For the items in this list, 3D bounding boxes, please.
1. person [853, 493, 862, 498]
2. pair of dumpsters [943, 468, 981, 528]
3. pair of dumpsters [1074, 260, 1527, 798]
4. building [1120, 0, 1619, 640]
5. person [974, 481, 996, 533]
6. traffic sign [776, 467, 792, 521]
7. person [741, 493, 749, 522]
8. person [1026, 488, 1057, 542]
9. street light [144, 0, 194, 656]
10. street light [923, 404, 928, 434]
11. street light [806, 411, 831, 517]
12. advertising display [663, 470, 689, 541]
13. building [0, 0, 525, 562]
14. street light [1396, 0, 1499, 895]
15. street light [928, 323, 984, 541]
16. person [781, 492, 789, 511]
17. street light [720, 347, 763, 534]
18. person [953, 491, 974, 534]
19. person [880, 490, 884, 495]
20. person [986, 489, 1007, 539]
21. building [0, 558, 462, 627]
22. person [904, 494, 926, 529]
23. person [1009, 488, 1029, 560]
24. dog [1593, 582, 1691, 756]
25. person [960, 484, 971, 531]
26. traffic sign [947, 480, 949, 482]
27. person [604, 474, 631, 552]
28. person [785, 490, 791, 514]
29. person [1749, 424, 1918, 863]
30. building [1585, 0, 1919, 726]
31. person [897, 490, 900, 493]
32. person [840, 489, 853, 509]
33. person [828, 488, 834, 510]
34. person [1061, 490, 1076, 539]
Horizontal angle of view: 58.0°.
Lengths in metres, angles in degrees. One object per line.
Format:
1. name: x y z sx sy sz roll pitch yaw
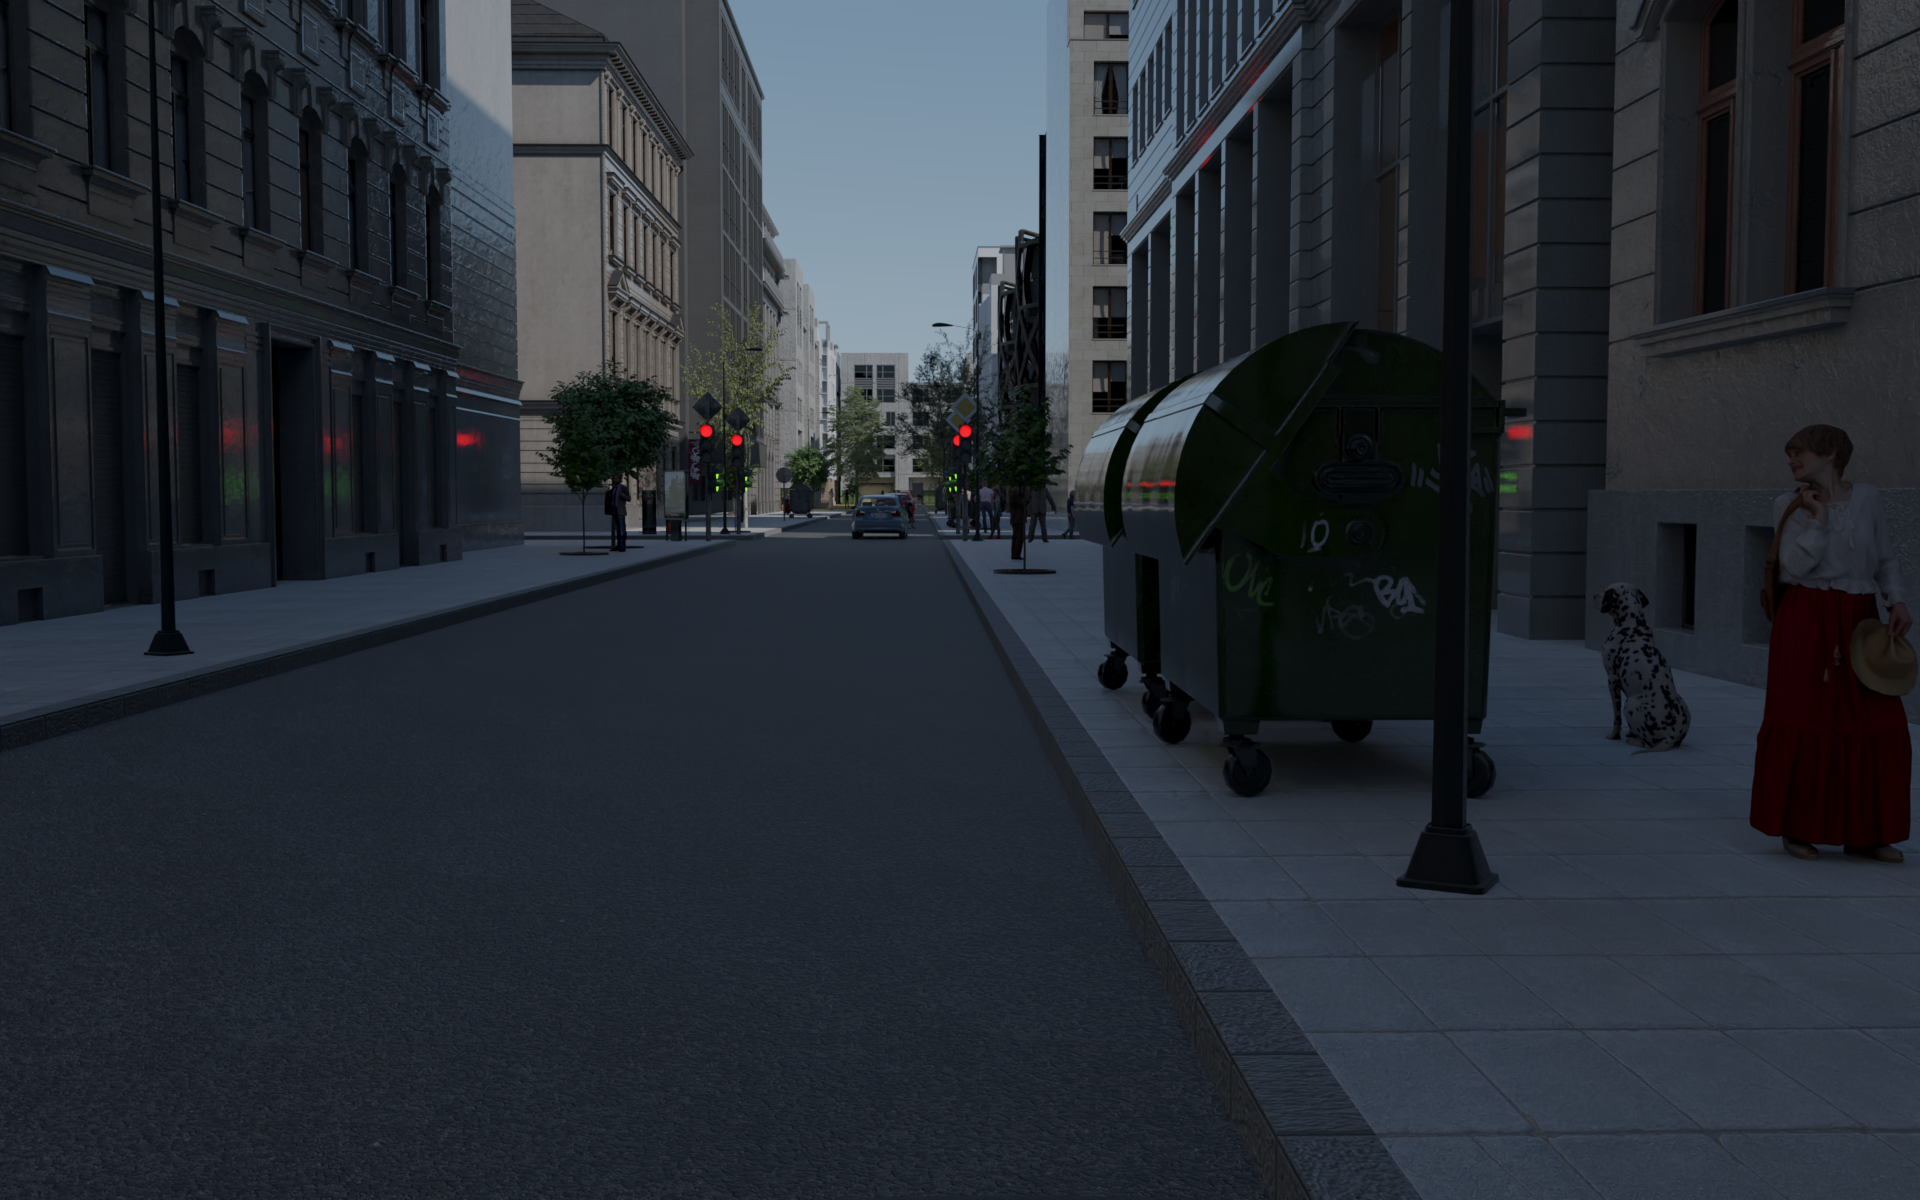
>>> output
1. person: -11.130 -11.105 187.235 1.348 1.869 0.705 3 4 37
2. pair of dumpsters: 0.138 -3.951 67.087 1.574 2.255 4.436 0 4 -1
3. pair of dumpsters: 1.583 -0.415 9.285 1.574 2.255 4.436 0 4 -1
4. building: 10.019 -15.392 29.148 11.434 29.767 29.804 0 4 -1
5. person: 0.849 -3.064 57.073 0.756 1.711 0.436 0 4 5
6. traffic sign: -8.316 -5.003 81.897 0.768 2.556 0.104 0 4 -1
7. person: -9.742 -4.362 78.171 0.445 1.727 0.742 -1 4 -13
8. person: 2.095 -2.400 45.835 0.990 1.755 0.434 0 4 -6
9. street light: -5.788 -2.516 13.685 1.470 5.913 1.316 0 4 -1
10. street light: -1.053 -7.113 88.838 1.470 5.913 1.316 0 4 -1
11. street light: -7.932 -7.625 97.209 1.470 5.913 1.316 0 4 -1
12. advertising display: -7.740 -2.568 47.194 0.974 1.923 0.123 3 5 44
13. building: -19.896 -11.585 38.558 18.267 20.994 9.793 0 4 -1
14. street light: 1.069 -2.018 5.530 1.470 5.913 1.316 0 4 -1
15. street light: -0.059 -4.558 47.065 1.470 5.913 1.316 0 4 -1
16. person: -12.992 -7.344 129.307 0.628 1.438 0.799 2 4 27
17. street light: -6.941 -5.041 54.961 1.470 5.913 1.316 0 4 -1
18. person: 0.100 -2.864 56.106 0.697 1.427 0.421 -1 4 -10
19. person: -5.998 -7.740 135.775 1.217 1.735 0.721 3 5 41
20. person: 1.087 -2.616 53.139 0.662 1.594 0.647 -1 4 -9
21. building: -14.160 -10.700 24.104 9.793 20.994 18.267 0 4 -1
22. person: -1.906 -3.673 71.749 0.628 1.438 0.799 3 5 42
23. person: 1.156 -1.566 33.912 0.388 1.546 0.482 1 4 11
24. dog: 3.443 0.340 8.813 0.513 0.831 0.800 2 4 26
25. person: 0.123 -3.239 60.457 0.517 1.644 0.566 0 4 4
26. traffic sign: -0.296 -5.558 90.883 0.884 2.594 0.081 0 4 3
27. person: -7.605 -1.928 38.394 0.431 1.722 0.655 -3 5 -45
28. person: -10.885 -6.133 108.784 0.523 1.526 0.387 -3 5 -42
29. person: 3.055 0.150 6.056 0.523 1.526 0.387 1 4 12
30. building: 11.684 -13.162 2.588 14.401 28.519 23.554 0 4 -1
31. person: -3.972 -6.367 113.408 0.445 1.727 0.742 0 4 -7
32. person: -9.883 -8.814 150.979 1.217 1.723 0.721 -1 4 -19
33. person: -10.438 -8.197 140.727 0.621 1.740 0.551 -2 4 -27
34. person: 3.382 -2.598 53.191 0.471 1.553 0.569 1 4 22
